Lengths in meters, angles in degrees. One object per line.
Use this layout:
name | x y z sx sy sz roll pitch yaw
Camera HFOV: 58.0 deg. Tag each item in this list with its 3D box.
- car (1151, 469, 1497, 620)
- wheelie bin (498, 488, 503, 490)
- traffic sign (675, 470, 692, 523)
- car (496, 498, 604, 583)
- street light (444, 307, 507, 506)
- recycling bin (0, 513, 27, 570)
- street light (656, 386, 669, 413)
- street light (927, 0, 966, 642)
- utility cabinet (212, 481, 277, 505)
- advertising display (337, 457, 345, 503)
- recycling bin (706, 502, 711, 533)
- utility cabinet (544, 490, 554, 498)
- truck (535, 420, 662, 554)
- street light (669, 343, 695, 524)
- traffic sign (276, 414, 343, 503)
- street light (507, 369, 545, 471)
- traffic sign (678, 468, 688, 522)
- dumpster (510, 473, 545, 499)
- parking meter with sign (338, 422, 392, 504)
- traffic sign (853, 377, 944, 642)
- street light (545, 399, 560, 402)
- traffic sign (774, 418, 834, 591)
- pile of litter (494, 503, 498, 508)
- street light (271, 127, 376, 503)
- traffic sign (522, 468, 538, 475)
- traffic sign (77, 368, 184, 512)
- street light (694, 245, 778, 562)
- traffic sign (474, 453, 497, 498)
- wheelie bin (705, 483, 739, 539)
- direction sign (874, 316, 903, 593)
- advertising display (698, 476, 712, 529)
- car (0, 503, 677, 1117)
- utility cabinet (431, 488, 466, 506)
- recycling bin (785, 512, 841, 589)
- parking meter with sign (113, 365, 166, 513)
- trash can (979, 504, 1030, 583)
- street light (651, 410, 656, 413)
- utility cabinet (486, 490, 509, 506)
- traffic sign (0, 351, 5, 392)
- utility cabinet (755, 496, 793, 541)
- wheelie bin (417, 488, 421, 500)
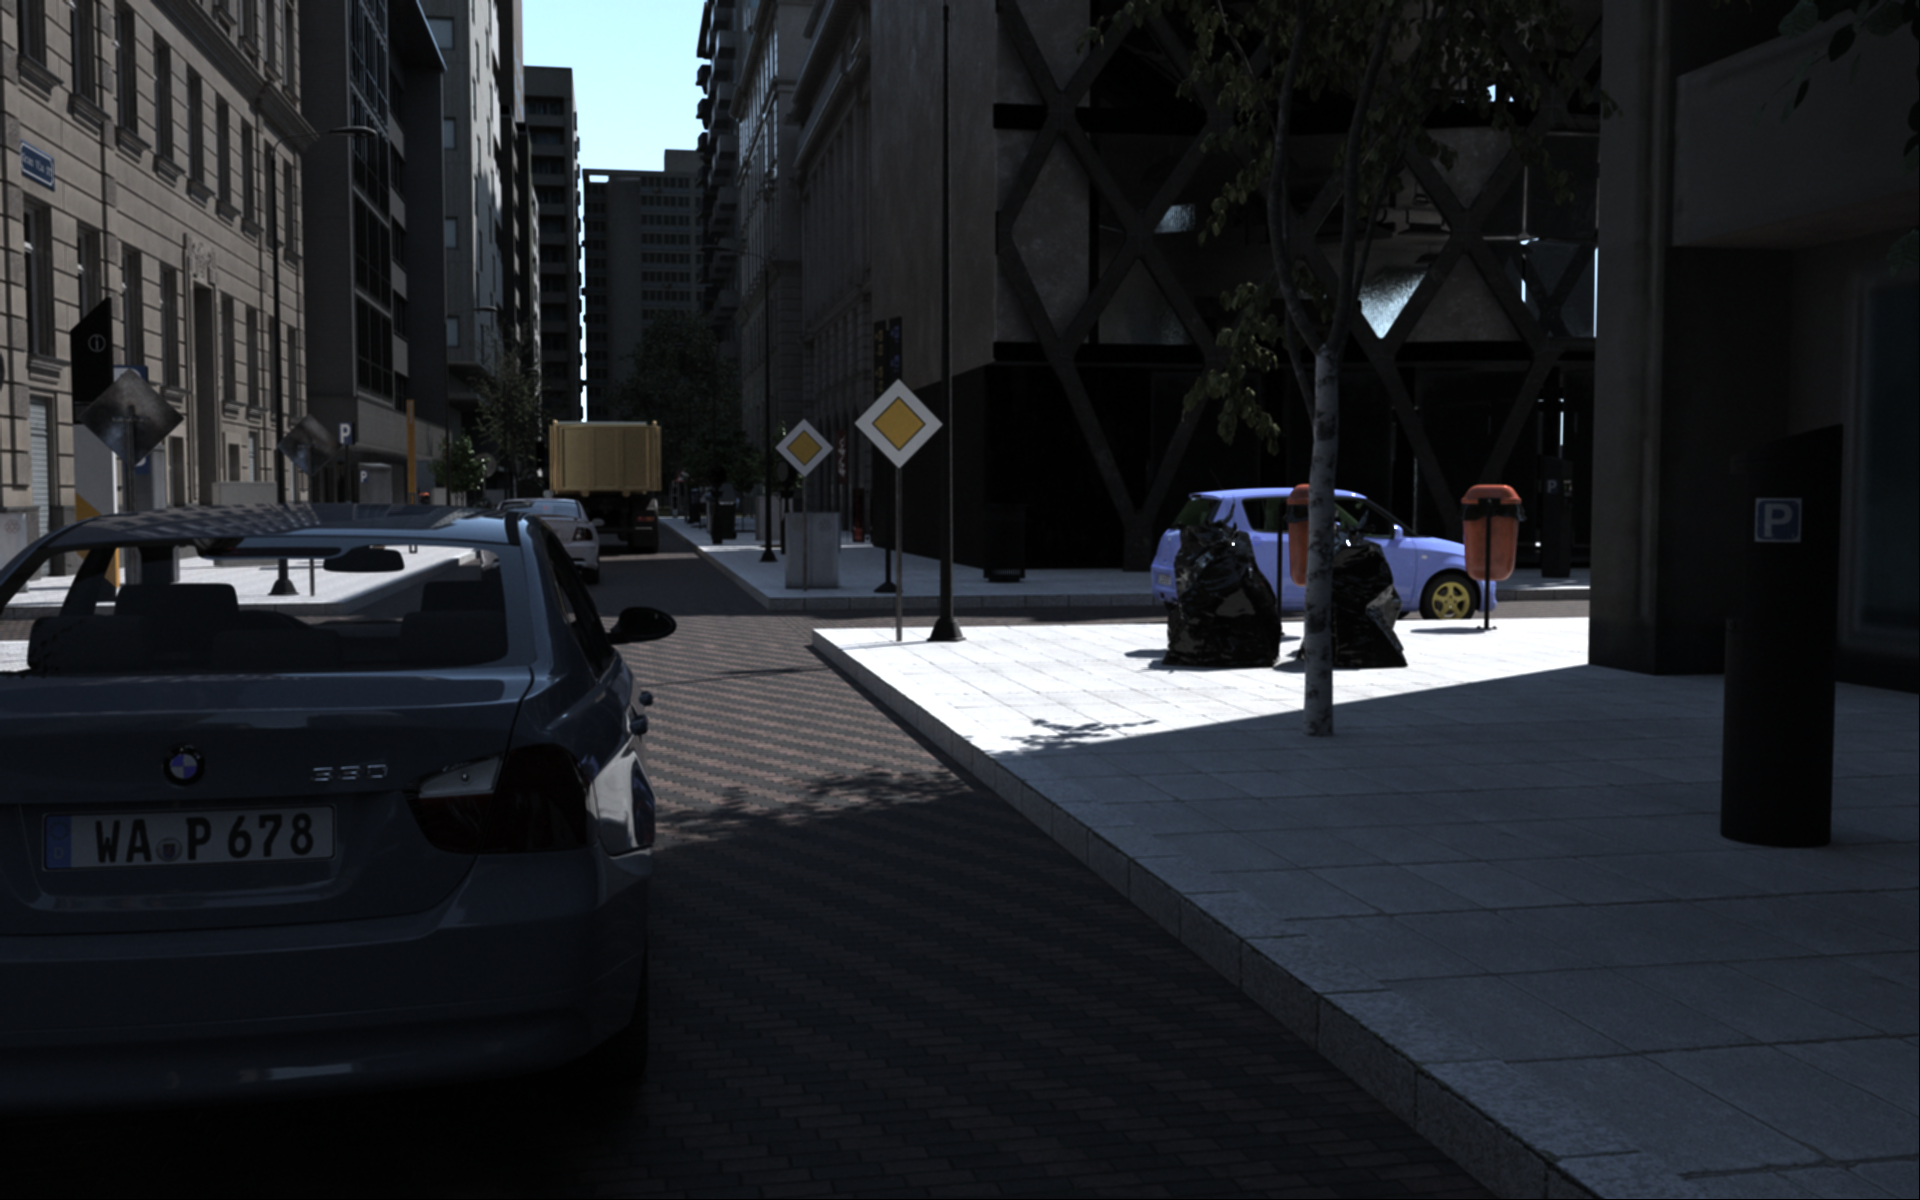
car | 3.969 -0.569 18.892 3.694 1.707 1.945 -1 4 -10
wheelie bin | -23.684 -4.971 89.180 0.693 1.594 0.980 0 4 3
traffic sign | -12.179 -4.693 76.727 0.884 2.594 0.081 0 4 -1
car | -7.001 -1.016 28.981 2.083 1.381 4.827 -1 4 -13
street light | -12.165 -4.308 42.984 1.470 5.913 1.316 -1 4 -11
recycling bin | -12.598 -0.609 22.519 0.722 1.027 0.722 -3 5 -40
street light | -12.203 -6.250 74.723 1.470 5.913 1.316 -1 4 -11
street light | -0.651 -2.592 14.922 1.470 5.913 1.316 -1 4 -11
utility cabinet | -12.615 -1.347 30.704 0.318 1.500 1.173 3 5 39
advertising display | -10.961 -1.559 30.708 0.123 1.923 0.974 -1 4 -19
recycling bin | -7.893 -2.723 57.070 0.722 1.027 0.722 1 4 14
utility cabinet | -22.241 -5.201 93.710 0.318 1.500 1.173 -2 4 -32
truck | -9.316 -3.004 45.044 3.469 3.379 9.791 -1 4 -13
street light | -8.154 -4.959 53.621 1.470 5.913 1.316 -1 4 -11
traffic sign | -8.138 -1.105 21.709 0.795 2.450 0.064 -1 4 -11
street light | -16.287 -5.603 64.143 1.470 5.913 1.316 -1 4 -11
traffic sign | -12.721 -4.921 80.570 0.768 2.556 0.104 0 4 -7
dumpster | -19.829 -4.702 79.375 1.502 2.255 1.985 -1 4 -11
parking meter with sign | -14.409 -2.844 42.765 0.543 3.016 1.738 2 4 34
traffic sign | -0.534 -0.696 15.022 0.795 2.450 0.064 -1 4 -11
street light | -20.231 -6.874 84.928 1.470 5.913 1.316 -1 4 -11
traffic sign | -2.052 -1.176 22.862 0.795 2.450 0.064 -1 4 -11
pile of litter | -22.318 -4.260 83.614 1.719 0.858 1.176 -2 4 -33
street light | -8.077 -3.023 21.963 1.470 5.913 1.316 -1 4 -11
traffic sign | -20.828 -5.127 83.935 0.768 2.556 0.104 0 4 -6
traffic sign | -6.619 -0.625 13.869 0.795 2.450 0.064 -1 4 -11
street light | -4.168 -3.674 32.616 1.470 5.913 1.316 -1 4 -11
traffic sign | -14.745 -3.277 53.691 0.768 2.556 0.104 0 4 -2
wheelie bin | -6.777 -2.525 49.186 0.980 1.594 0.693 -2 4 -28
direction sign | -0.938 -1.868 22.546 0.379 3.537 0.876 -2 4 -25
advertising display | -9.037 -3.525 62.841 0.974 1.923 0.123 1 4 15
car | -1.872 0.407 5.345 2.014 1.417 4.499 -1 4 -11
utility cabinet | -18.329 -3.268 62.103 1.173 1.500 0.318 -2 4 -35
recycling bin | -2.013 -0.686 23.766 0.722 1.027 0.722 0 4 -1
parking meter with sign | -11.423 -1.715 24.306 0.543 3.016 1.738 -1 4 -10
trash can | 0.646 -0.832 25.256 0.748 1.137 0.748 0 3 0
street light | -16.441 -7.576 96.407 1.470 5.913 1.316 -1 4 -11
utility cabinet | -22.785 -4.673 85.077 1.173 1.500 0.318 -3 4 -36
traffic sign | -7.216 -0.750 12.368 0.768 2.556 0.104 0 4 -6
utility cabinet | -5.149 -2.253 47.992 1.020 1.237 0.306 -2 4 -26
wheelie bin | -29.199 -5.184 92.672 0.980 1.594 0.693 1 4 14
